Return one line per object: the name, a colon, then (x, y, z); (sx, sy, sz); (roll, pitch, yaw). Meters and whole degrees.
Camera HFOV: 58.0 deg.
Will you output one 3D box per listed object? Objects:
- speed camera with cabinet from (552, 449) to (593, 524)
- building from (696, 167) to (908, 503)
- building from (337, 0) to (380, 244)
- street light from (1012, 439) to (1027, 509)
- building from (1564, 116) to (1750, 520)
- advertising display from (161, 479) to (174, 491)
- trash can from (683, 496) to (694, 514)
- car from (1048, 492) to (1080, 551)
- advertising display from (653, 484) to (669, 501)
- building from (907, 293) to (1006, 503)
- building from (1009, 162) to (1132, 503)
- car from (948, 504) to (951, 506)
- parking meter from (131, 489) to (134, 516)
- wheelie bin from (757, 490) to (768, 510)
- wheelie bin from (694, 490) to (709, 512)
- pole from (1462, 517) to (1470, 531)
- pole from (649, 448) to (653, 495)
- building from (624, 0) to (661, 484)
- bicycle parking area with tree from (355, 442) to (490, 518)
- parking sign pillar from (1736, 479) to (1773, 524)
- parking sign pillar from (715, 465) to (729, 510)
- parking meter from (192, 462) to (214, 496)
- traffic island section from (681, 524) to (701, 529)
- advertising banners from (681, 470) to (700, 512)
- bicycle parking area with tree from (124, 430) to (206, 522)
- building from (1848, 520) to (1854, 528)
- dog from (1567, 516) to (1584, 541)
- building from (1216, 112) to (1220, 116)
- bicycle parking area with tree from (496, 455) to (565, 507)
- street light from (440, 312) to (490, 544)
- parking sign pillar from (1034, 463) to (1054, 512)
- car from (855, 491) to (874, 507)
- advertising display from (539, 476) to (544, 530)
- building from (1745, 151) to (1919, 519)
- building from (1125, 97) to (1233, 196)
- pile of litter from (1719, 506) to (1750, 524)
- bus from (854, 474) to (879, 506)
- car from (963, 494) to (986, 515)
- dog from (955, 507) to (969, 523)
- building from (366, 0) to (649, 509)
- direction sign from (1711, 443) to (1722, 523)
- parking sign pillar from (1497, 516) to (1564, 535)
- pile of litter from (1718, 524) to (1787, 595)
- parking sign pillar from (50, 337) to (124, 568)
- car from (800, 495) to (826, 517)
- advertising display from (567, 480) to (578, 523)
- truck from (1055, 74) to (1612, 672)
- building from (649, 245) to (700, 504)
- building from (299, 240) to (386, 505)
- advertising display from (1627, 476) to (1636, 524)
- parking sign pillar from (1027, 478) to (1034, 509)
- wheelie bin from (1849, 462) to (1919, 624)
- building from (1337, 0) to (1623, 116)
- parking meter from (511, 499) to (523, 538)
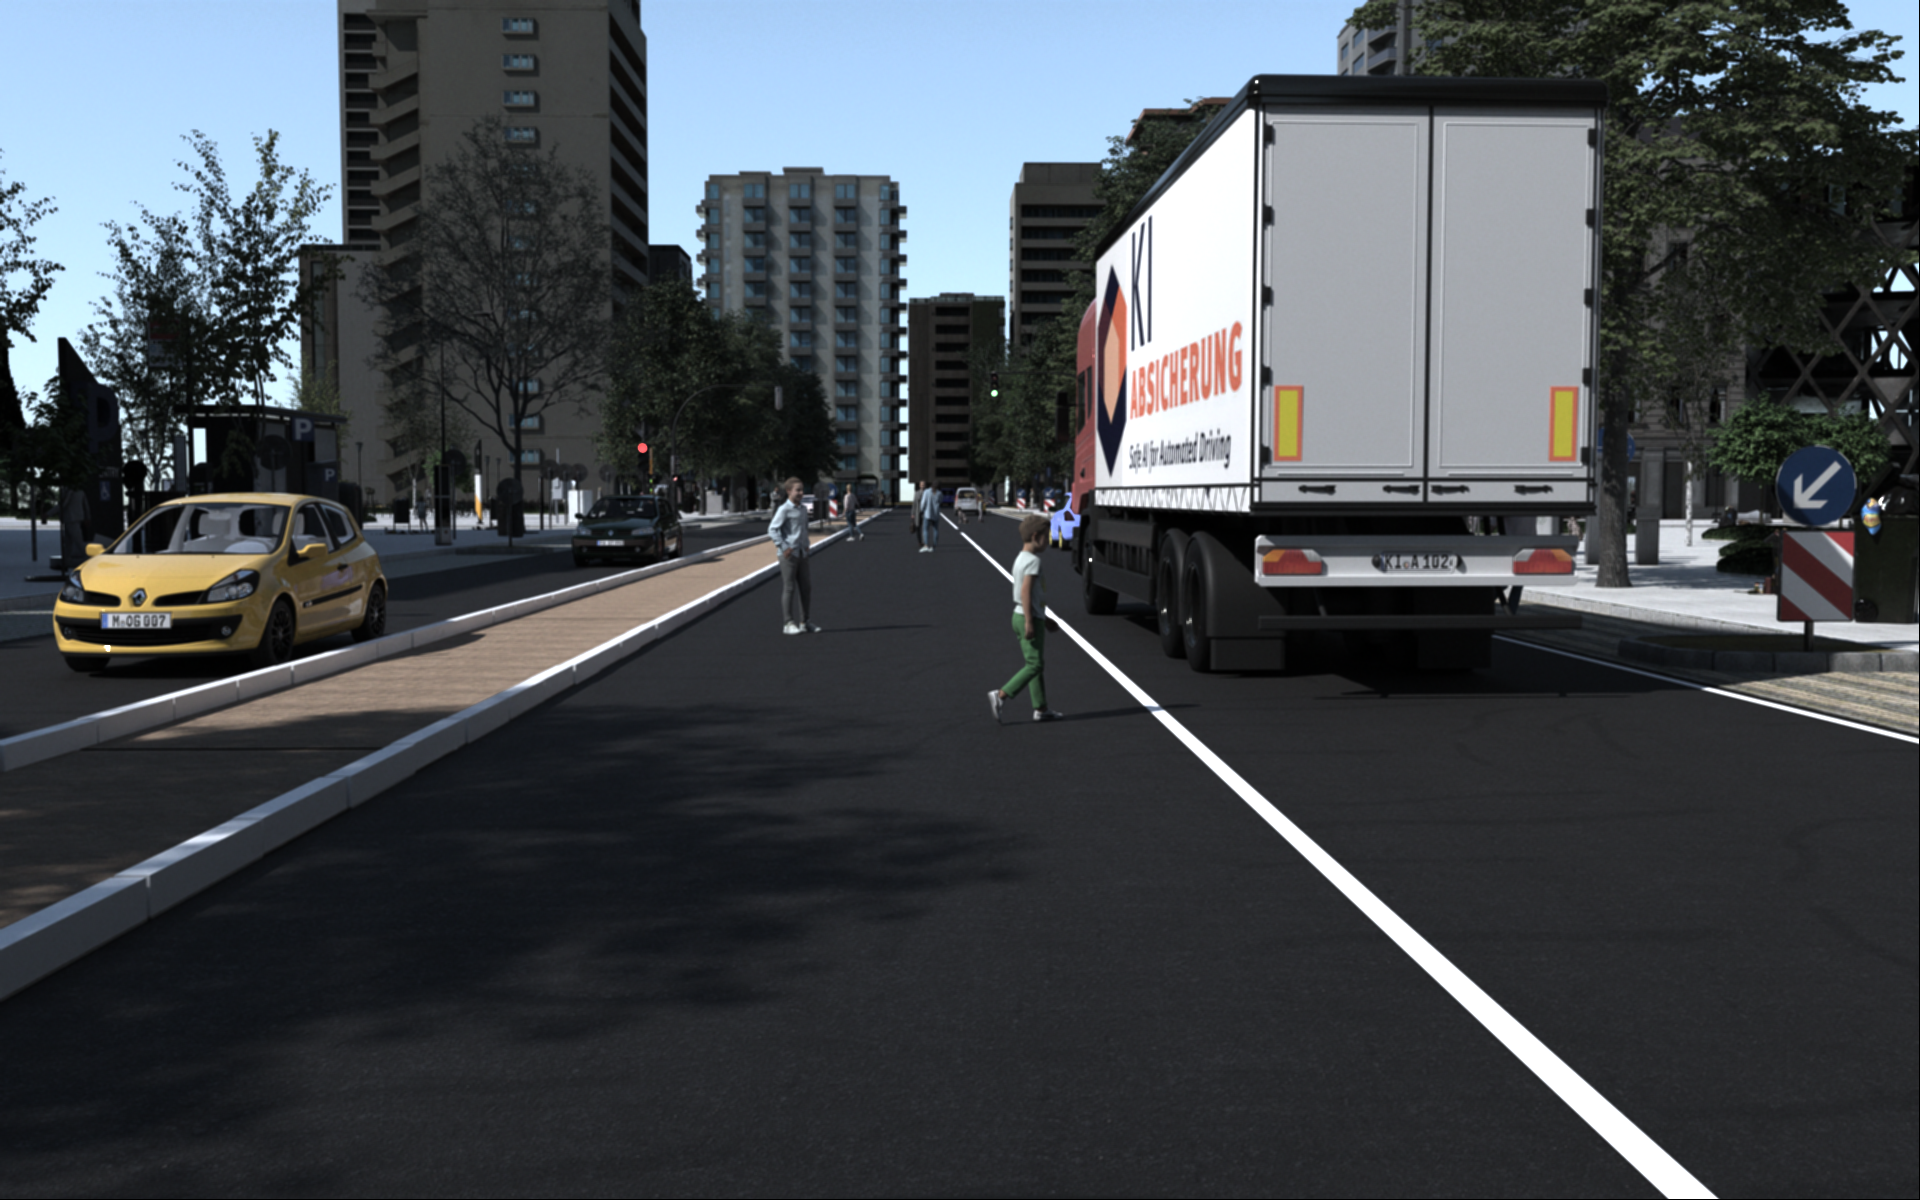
speed camera with cabinet: (-16.817, -4.943, 75.149); (2.038, 3.252, 0.660); (3, 4, 38)
building: (-23.026, -38.941, 256.287); (30.456, 49.044, 23.786); (0, 4, -1)
building: (-76.968, -49.805, 252.563); (20.611, 71.187, 20.563); (0, 4, -1)
street light: (5.108, -10.654, 146.731); (1.470, 5.913, 1.316); (0, 4, -1)
building: (30.305, -14.776, 90.744); (18.267, 20.994, 9.793); (0, 4, -1)
advertising display: (-32.908, -4.115, 72.490); (0.123, 1.923, 0.974); (3, 4, 38)
trash can: (-17.946, -6.286, 114.432); (0.748, 1.137, 0.748); (0, 3, 0)
car: (3.296, -2.175, 45.154); (1.945, 1.707, 3.694); (0, 4, -3)
advertising display: (-19.112, -6.452, 110.699); (0.974, 1.923, 0.123); (-1, 4, -18)
building: (-0.619, -29.364, 251.801); (14.107, 30.474, 14.160); (0, 4, -1)
building: (18.000, -38.649, 255.614); (21.600, 48.544, 21.300); (0, 4, -1)
car: (-2.059, -12.573, 217.924); (2.083, 1.381, 4.827); (0, 4, -3)
parking meter: (-35.784, -4.241, 75.056); (0.399, 1.863, 0.255); (3, 5, 39)
wheelie bin: (-15.608, -7.896, 137.002); (0.980, 1.594, 0.693); (2, 4, 35)
wheelie bin: (-18.845, -7.176, 125.237); (0.980, 1.594, 0.693); (0, 4, -5)
pole: (8.544, -2.172, 29.353); (0.158, 3.312, 0.155); (0, 3, 0)
pole: (-13.593, -5.035, 76.164); (0.158, 3.312, 0.155); (0, 3, 0)
building: (-41.433, -45.250, 178.091); (20.563, 71.187, 20.611); (0, 4, -1)
bicycle parking area with tree: (-31.108, -6.759, 97.504); (8.231, 4.147, 9.016); (-1, 4, -19)
parking sign pillar: (34.177, -5.258, 74.439); (1.447, 3.967, 1.447); (-2, 4, -32)
parking sign pillar: (-18.911, -9.188, 138.689); (1.447, 3.967, 1.447); (-2, 4, -26)
parking meter: (-13.872, -1.594, 31.765); (0.255, 1.863, 0.399); (0, 4, -1)
traffic island section: (-11.912, -3.058, 72.281); (2.009, 0.180, 2.903); (0, 4, -1)
advertising banners: (-19.016, -7.736, 122.670); (0.090, 3.025, 2.074); (2, 4, 32)
bicycle parking area with tree: (-35.900, -5.707, 80.306); (9.016, 4.147, 8.231); (2, 4, 34)
building: (34.685, -30.204, 35.830); (21.231, 58.520, 28.212); (0, 4, -1)
dog: (16.785, -2.016, 47.348); (0.513, 0.831, 0.800); (2, 4, 24)
building: (35.383, -29.165, 168.726); (32.217, 40.220, 23.993); (0, 4, -1)
bicycle parking area with tree: (-33.994, -8.684, 128.982); (9.016, 4.147, 8.231); (-2, 4, -24)
street light: (-12.653, -4.384, 44.218); (1.470, 5.913, 1.316); (0, 4, -1)
parking sign pillar: (6.500, -8.428, 126.274); (1.447, 3.967, 1.447); (1, 4, 19)
car: (-10.837, -11.381, 194.747); (2.281, 1.827, 5.304); (0, 4, -2)
advertising display: (-15.115, -3.506, 62.536); (0.123, 1.923, 0.974); (-1, 4, -17)
building: (47.751, -13.915, 94.960); (16.811, 18.784, 16.820); (0, 4, -1)
building: (30.273, -33.067, 195.266); (22.147, 44.769, 28.867); (0, 4, -1)
pile of litter: (28.953, -3.088, 64.456); (1.719, 0.858, 1.176); (-2, 4, -25)
bus: (-11.350, -13.525, 212.680); (2.896, 3.916, 12.252); (0, 4, -2)
car: (0.880, -6.824, 121.788); (2.015, 1.641, 3.980); (0, 4, -3)
dog: (0.218, -4.171, 85.026); (0.800, 0.831, 0.513); (3, 5, 39)
building: (-40.499, -32.605, 156.786); (21.300, 48.544, 21.600); (0, 4, -1)
direction sign: (33.615, -5.193, 76.910); (0.876, 3.537, 0.379); (-3, 5, -44)
parking sign pillar: (12.072, -2.943, 36.584); (1.447, 3.967, 1.447); (2, 4, 27)
pile of litter: (10.712, -0.495, 22.063); (1.176, 0.858, 1.719); (-1, 4, -11)
parking sign pillar: (-15.280, -2.571, 30.503); (1.447, 3.967, 1.447); (0, 4, 1)
car: (-8.462, -5.310, 99.180); (2.083, 1.381, 4.827); (0, 3, 0)
advertising display: (-17.221, -4.386, 76.927); (0.123, 1.923, 0.974); (-3, 5, -39)
truck: (2.848, -1.733, 17.254); (2.839, 4.237, 11.283); (0, 4, -3)
building: (-38.461, -26.291, 201.559); (14.107, 30.474, 14.160); (0, 4, -1)
building: (-67.263, -26.281, 201.402); (14.107, 30.474, 14.160); (0, 4, -1)
advertising display: (24.029, -3.488, 62.247); (0.123, 1.923, 0.974); (3, 5, 43)
parking sign pillar: (6.351, -9.579, 145.092); (1.447, 3.967, 1.447); (1, 4, 13)
wheelie bin: (9.330, -0.578, 17.359); (0.693, 1.594, 0.980); (2, 4, 34)
building: (59.640, -40.223, 199.637); (28.212, 58.520, 21.231); (0, 4, -1)
parking meter: (-13.136, -2.618, 51.221); (0.372, 1.533, 0.369); (0, 3, 0)
